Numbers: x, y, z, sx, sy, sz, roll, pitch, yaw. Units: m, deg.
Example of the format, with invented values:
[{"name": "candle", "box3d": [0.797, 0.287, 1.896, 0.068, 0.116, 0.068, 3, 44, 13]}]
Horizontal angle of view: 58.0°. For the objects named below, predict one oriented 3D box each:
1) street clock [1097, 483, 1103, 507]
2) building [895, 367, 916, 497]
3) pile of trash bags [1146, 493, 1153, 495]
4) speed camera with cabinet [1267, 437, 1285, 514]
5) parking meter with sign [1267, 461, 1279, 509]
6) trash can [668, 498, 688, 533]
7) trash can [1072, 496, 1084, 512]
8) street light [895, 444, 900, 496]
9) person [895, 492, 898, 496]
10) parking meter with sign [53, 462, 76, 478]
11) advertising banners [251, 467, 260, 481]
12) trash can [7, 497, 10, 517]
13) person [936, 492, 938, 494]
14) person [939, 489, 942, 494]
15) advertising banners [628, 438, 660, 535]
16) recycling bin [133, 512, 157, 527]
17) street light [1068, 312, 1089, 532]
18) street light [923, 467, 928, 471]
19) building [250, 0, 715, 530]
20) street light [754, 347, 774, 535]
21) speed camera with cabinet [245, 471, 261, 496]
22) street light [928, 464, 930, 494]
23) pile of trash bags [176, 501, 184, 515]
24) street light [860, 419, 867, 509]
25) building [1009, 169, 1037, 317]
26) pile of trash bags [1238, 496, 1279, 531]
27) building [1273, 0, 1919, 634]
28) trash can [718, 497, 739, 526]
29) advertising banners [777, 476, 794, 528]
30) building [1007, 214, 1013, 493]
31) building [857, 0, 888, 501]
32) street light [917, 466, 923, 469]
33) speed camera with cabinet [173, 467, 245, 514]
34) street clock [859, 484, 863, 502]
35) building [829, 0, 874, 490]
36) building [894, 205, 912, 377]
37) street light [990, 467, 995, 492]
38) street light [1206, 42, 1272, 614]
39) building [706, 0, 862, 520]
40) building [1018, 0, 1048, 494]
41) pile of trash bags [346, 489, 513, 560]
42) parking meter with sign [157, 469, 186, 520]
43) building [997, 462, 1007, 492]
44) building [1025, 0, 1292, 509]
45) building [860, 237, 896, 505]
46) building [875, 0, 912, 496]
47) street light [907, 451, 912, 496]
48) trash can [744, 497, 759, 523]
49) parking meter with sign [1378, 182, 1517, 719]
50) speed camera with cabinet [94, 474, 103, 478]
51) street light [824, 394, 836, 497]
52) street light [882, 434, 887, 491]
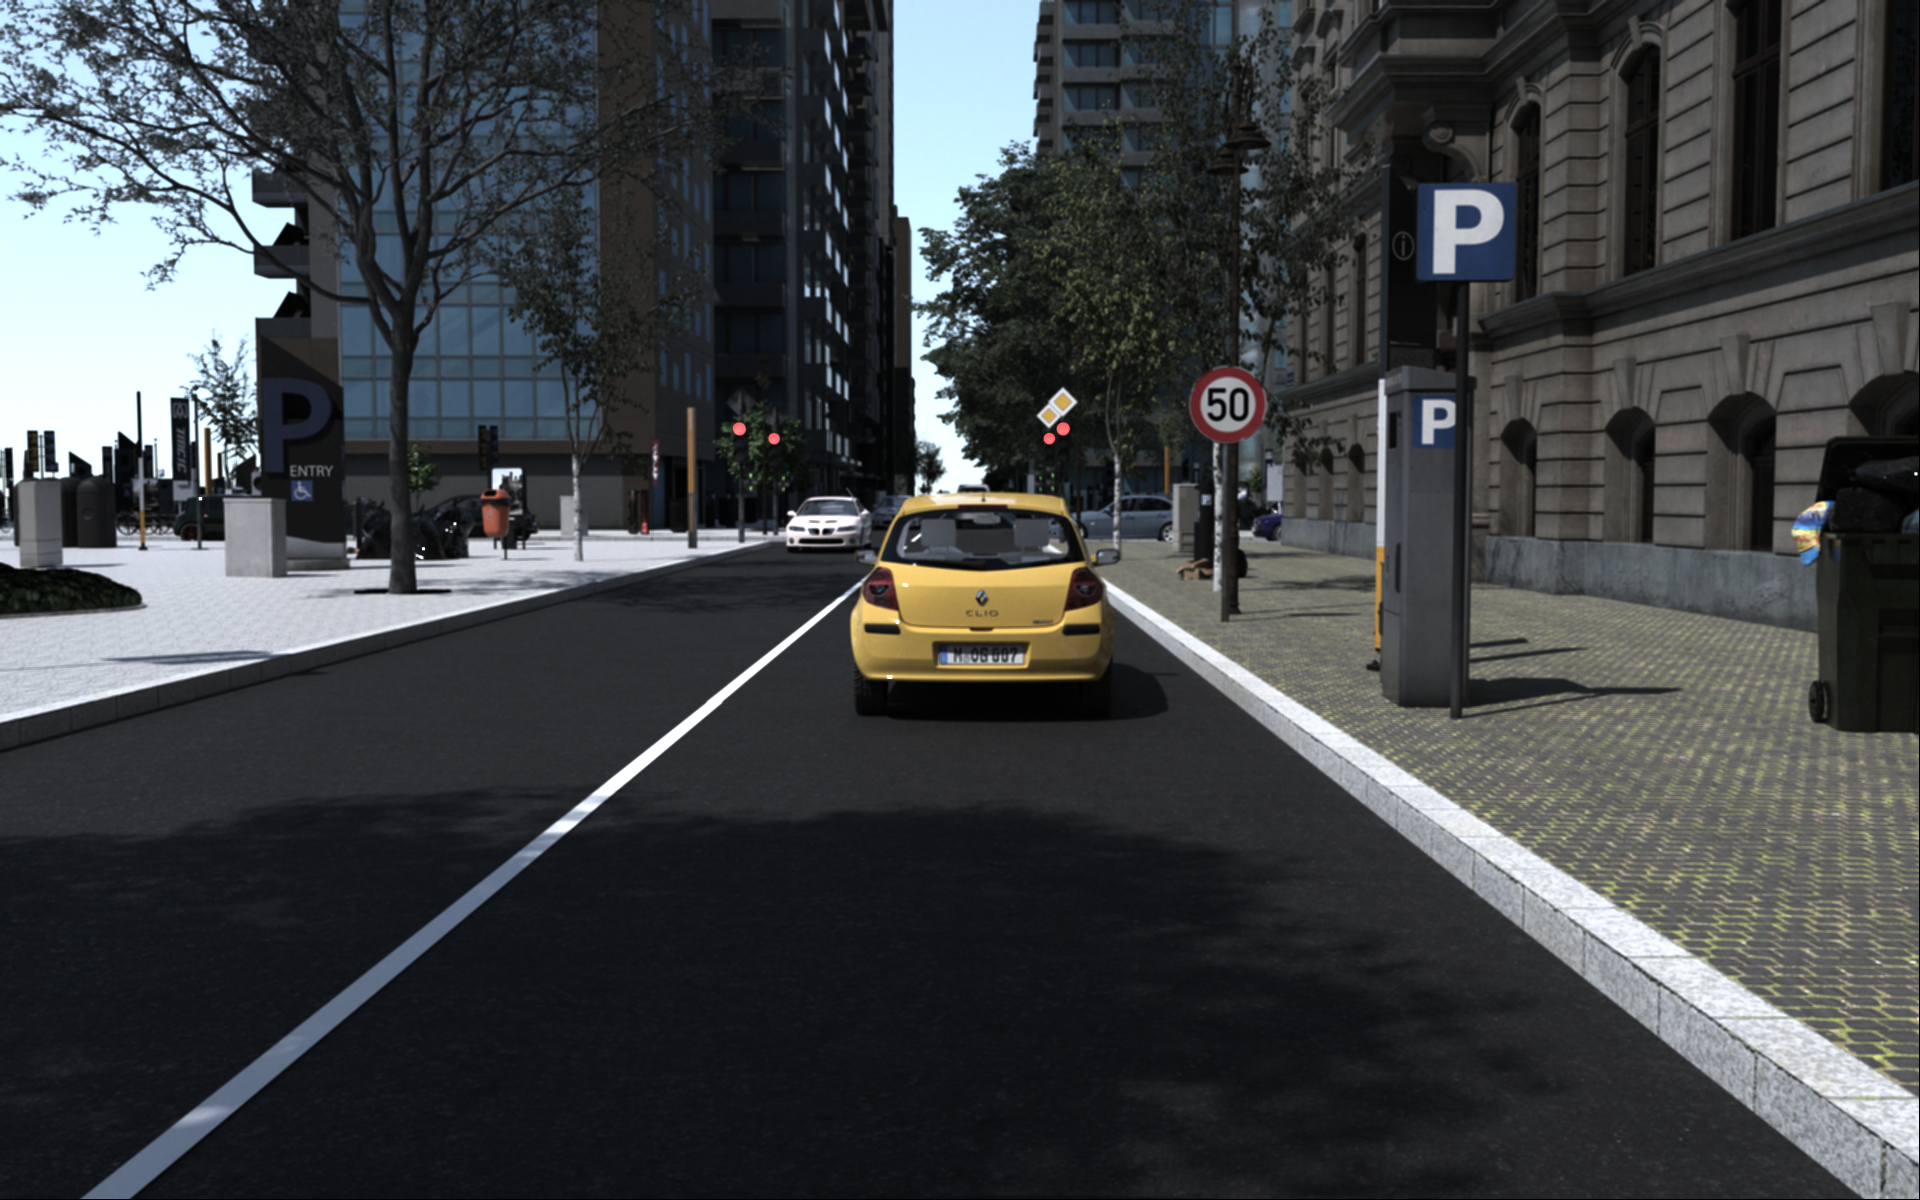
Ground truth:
[{"name": "street clock", "box3d": [9.164, -6.655, 113.386, 0.358, 2.002, 0.471, 3, 4, 39]}, {"name": "building", "box3d": [-20.724, -24.807, 250.625, 27.650, 21.520, 28.899, 0, 4, 0]}, {"name": "pile of trash bags", "box3d": [13.518, -6.718, 119.596, 1.912, 1.369, 3.447, -1, 4, -13]}, {"name": "speed camera with cabinet", "box3d": [10.586, -3.785, 56.226, 0.660, 3.252, 2.038, 2, 4, 31]}, {"name": "parking meter with sign", "box3d": [16.785, -5.914, 92.961, 0.543, 3.016, 1.738, 1, 4, 21]}, {"name": "trash can", "box3d": [-9.327, -2.809, 57.580, 0.748, 1.137, 0.748, 0, 3, 0]}, {"name": "trash can", "box3d": [7.062, -5.615, 103.453, 0.748, 1.137, 0.748, 0, 3, 0]}, {"name": "street light", "box3d": [-5.591, -11.220, 156.235, 0.468, 5.910, 1.993, 0, 4, 0]}, {"name": "person", "box3d": [-7.715, -12.123, 207.438, 1.217, 1.736, 0.721, 0, 4, 1]}, {"name": "parking meter with sign", "box3d": [-49.037, -6.021, 94.708, 1.738, 3.016, 0.543, 2, 4, 30]}, {"name": "advertising banners", "box3d": [-45.705, -6.986, 110.416, 2.074, 3.025, 0.090, -1, 4, -18]}, {"name": "trash can", "box3d": [-53.068, -5.227, 97.120, 0.748, 1.137, 0.748, 0, 3, 0]}, {"name": "person", "box3d": [-3.114, -14.208, 241.516, 0.721, 1.736, 1.217, 2, 4, 33]}, {"name": "person", "box3d": [-1.610, -8.214, 142.827, 0.705, 1.821, 1.348, 2, 4, 29]}, {"name": "advertising banners", "box3d": [-9.950, -3.570, 54.560, 0.090, 3.025, 2.074, -3, 4, -38]}, {"name": "recycling bin", "box3d": [-32.095, -3.404, 68.202, 0.722, 1.027, 0.722, -3, 4, -36]}, {"name": "street light", "box3d": [3.036, -4.368, 44.208, 0.468, 5.910, 1.993, 0, 4, 0]}, {"name": "street light", "box3d": [-4.998, -16.306, 239.387, 0.468, 5.910, 1.993, 0, 4, 0]}, {"name": "building", "box3d": [-17.521, -25.473, 66.598, 14.600, 45.320, 14.200, 0, 4, 0]}, {"name": "street light", "box3d": [-6.147, -4.994, 54.436, 0.468, 5.910, 1.993, 0, 4, 0]}, {"name": "speed camera with cabinet", "box3d": [-29.087, -4.653, 70.404, 2.038, 3.252, 0.660, 0, 4, -7]}, {"name": "street light", "box3d": [-4.828, -17.887, 265.241, 0.468, 5.910, 1.993, 0, 4, 0]}, {"name": "pile of trash bags", "box3d": [-41.675, -4.883, 89.592, 3.447, 1.369, 1.912, 1, 4, 10]}, {"name": "street light", "box3d": [-5.934, -8.199, 106.835, 0.468, 5.910, 1.993, 0, 4, 0]}, {"name": "building", "box3d": [17.471, -35.134, 229.071, 22.147, 44.769, 28.867, 0, 4, 0]}, {"name": "pile of trash bags", "box3d": [10.399, -3.159, 61.405, 1.912, 1.369, 3.447, -3, 5, -40]}, {"name": "building", "box3d": [13.098, -12.640, 25.743, 14.460, 24.649, 34.723, 0, 4, 0]}, {"name": "trash can", "box3d": [-9.534, -3.605, 70.591, 0.748, 1.137, 0.748, 0, 3, 0]}, {"name": "advertising banners", "box3d": [-6.653, -4.273, 66.058, 0.090, 3.025, 2.074, -2, 4, -25]}, {"name": "building", "box3d": [13.746, -34.688, 250.748, 14.154, 41.232, 14.086, 0, 4, 0]}, {"name": "building", "box3d": [-21.960, -35.611, 171.480, 28.713, 52.752, 27.495, 0, 4, 0]}, {"name": "street light", "box3d": [-5.176, -14.725, 213.533, 0.468, 5.910, 1.993, 0, 4, 0]}, {"name": "speed camera with cabinet", "box3d": [-25.536, -3.939, 58.743, 2.038, 3.252, 0.660, 0, 4, -6]}, {"name": "street clock", "box3d": [-6.958, -7.157, 121.588, 0.358, 2.002, 0.471, 1, 4, 10]}, {"name": "building", "box3d": [-18.671, -29.905, 143.574, 22.147, 44.769, 28.867, 0, 4, 0]}, {"name": "building", "box3d": [-14.690, -37.998, 271.371, 14.600, 45.320, 14.200, 0, 4, 0]}, {"name": "street light", "box3d": [4.261, -16.049, 235.181, 0.468, 5.910, 1.993, 0, 4, 0]}, {"name": "street light", "box3d": [2.920, -2.787, 18.354, 0.468, 5.910, 1.993, 0, 4, 0]}, {"name": "building", "box3d": [-18.085, -29.284, 98.399, 23.786, 49.044, 30.456, 0, 4, 0]}, {"name": "building", "box3d": [17.441, -53.379, 185.411, 22.319, 86.520, 31.000, 0, 4, 0]}, {"name": "pile of trash bags", "box3d": [-10.233, -1.493, 34.160, 3.447, 1.369, 1.912, 2, 4, 26]}, {"name": "parking meter with sign", "box3d": [-39.162, -5.459, 85.512, 1.738, 3.016, 0.543, 0, 4, -7]}, {"name": "building", "box3d": [12.944, -31.157, 281.121, 14.160, 30.474, 14.107, 0, 4, 0]}, {"name": "building", "box3d": [17.914, -32.800, 155.881, 23.786, 49.044, 30.456, 0, 4, 0]}, {"name": "building", "box3d": [-14.555, -25.773, 193.092, 14.160, 30.474, 14.107, 0, 4, 0]}, {"name": "building", "box3d": [-16.725, -48.060, 224.031, 20.563, 71.187, 20.611, 0, 4, 0]}, {"name": "street light", "box3d": [-5.331, -12.801, 182.088, 0.468, 5.910, 1.993, 0, 4, 0]}, {"name": "trash can", "box3d": [-9.194, -3.931, 75.931, 0.748, 1.137, 0.748, 0, 3, 0]}, {"name": "parking meter with sign", "box3d": [2.896, -0.879, 10.635, 0.543, 3.016, 1.738, 0, 4, 4]}, {"name": "speed camera with cabinet", "box3d": [-39.948, -5.339, 81.624, 0.660, 3.252, 2.038, 0, 4, 7]}, {"name": "street light", "box3d": [-6.034, -6.575, 80.290, 0.468, 5.910, 1.993, 0, 4, 0]}, {"name": "street light", "box3d": [-5.631, -9.639, 130.380, 0.468, 5.910, 1.993, 0, 4, 0]}]
